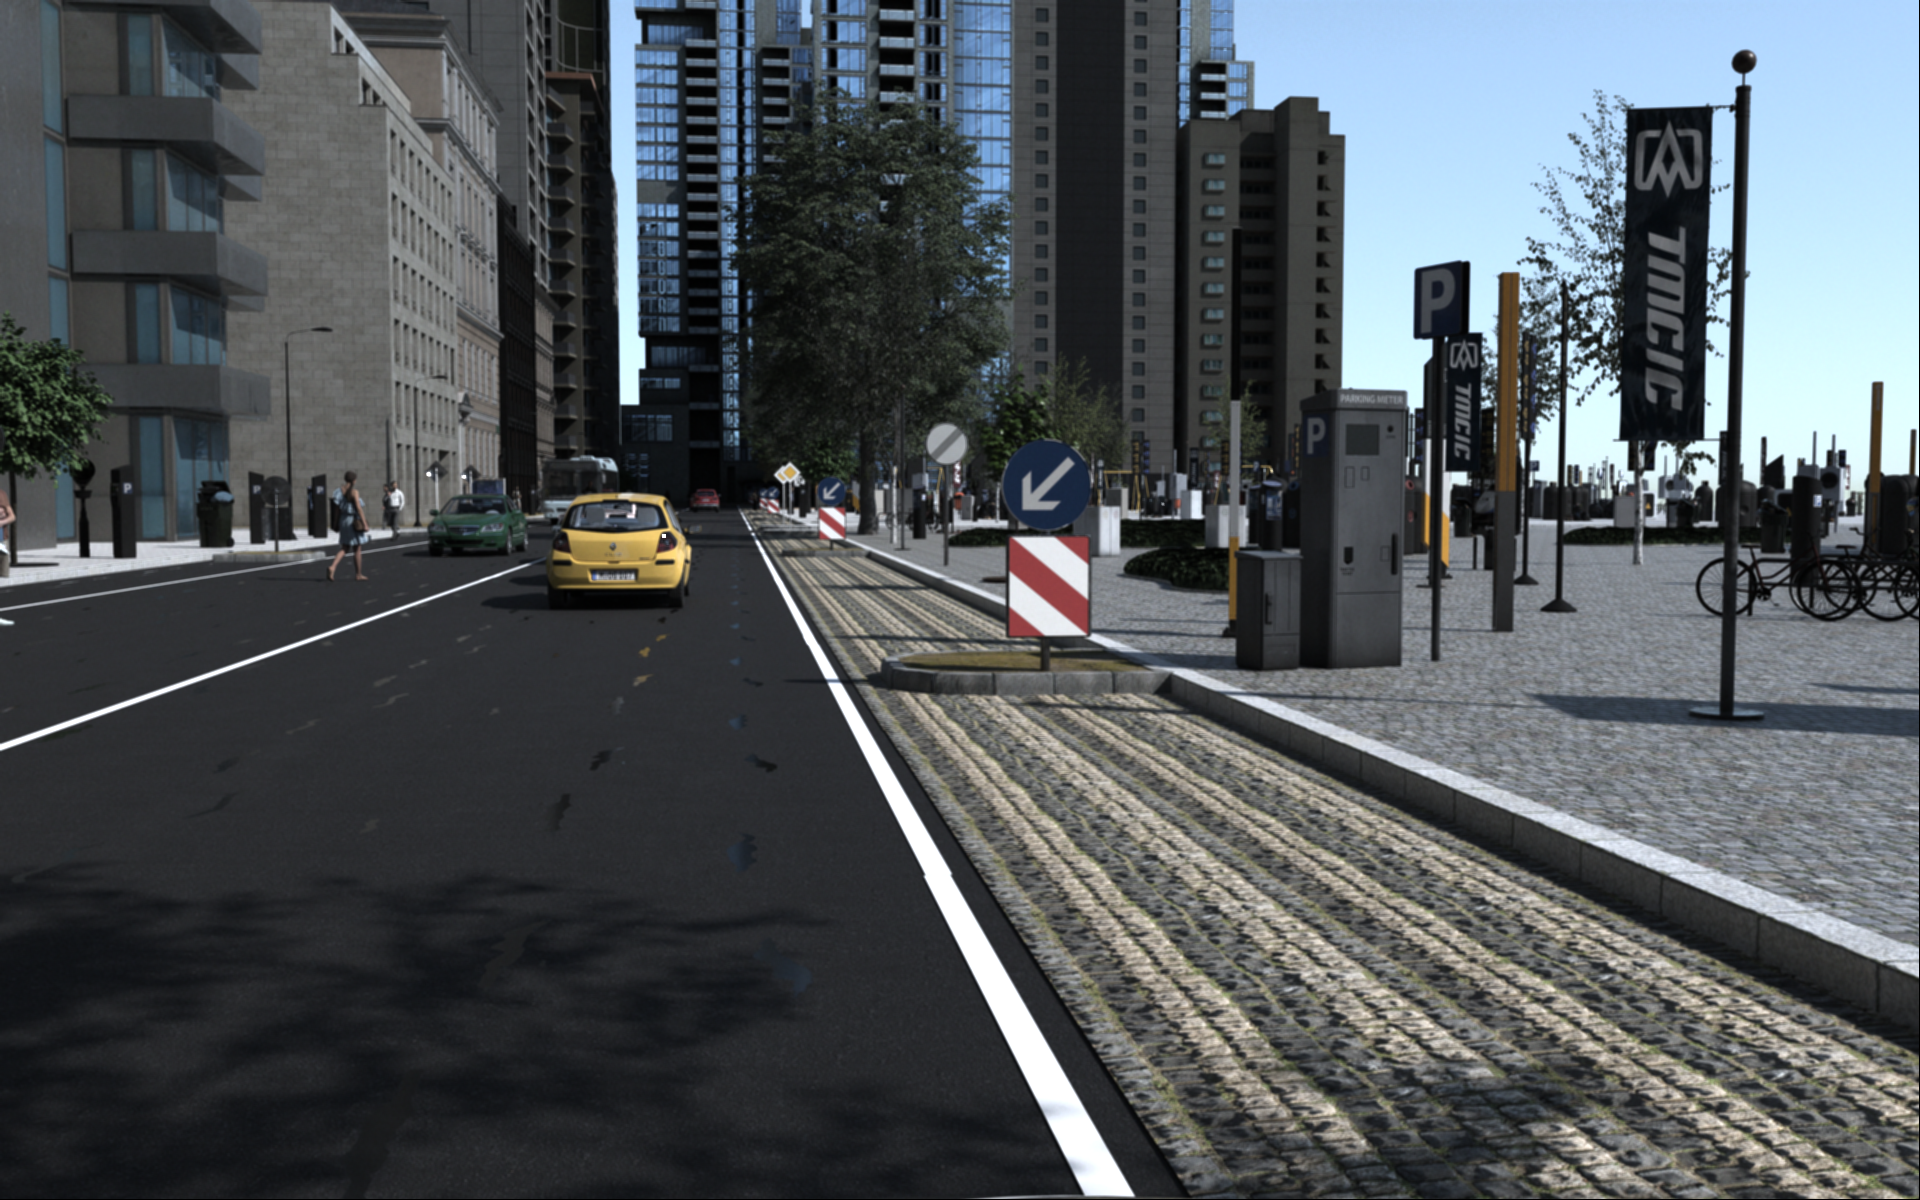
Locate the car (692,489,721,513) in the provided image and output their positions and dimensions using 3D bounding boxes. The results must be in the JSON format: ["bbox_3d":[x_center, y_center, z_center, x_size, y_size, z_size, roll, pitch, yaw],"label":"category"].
[{"bbox_3d":[-19.849,-7.752,135.415,2.281,1.827,5.304,0,4,-8],"label":"car"}]

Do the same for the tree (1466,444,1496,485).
[{"bbox_3d":[18.980,-4.086,61.408,1.663,3.219,1.824,0,3,0],"label":"tree"}]

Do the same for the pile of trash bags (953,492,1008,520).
[{"bbox_3d":[1.337,-4.960,90.848,3.447,1.369,1.912,-1,4,-10],"label":"pile of trash bags"}]

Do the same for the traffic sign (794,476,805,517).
[{"bbox_3d":[-9.020,-5.824,97.353,0.606,2.300,0.079,0,4,-6],"label":"traffic sign"}]

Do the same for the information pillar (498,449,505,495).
[{"bbox_3d":[-23.705,-6.013,89.663,0.504,3.616,0.183,3,5,41],"label":"information pillar"}]

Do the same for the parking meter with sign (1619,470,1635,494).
[{"bbox_3d":[48.868,-7.932,125.949,1.738,3.016,0.543,3,5,43],"label":"parking meter with sign"}]

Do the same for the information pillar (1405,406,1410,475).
[{"bbox_3d":[9.805,-2.903,38.811,0.504,3.616,0.183,3,5,43],"label":"information pillar"}]

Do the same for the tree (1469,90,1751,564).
[{"bbox_3d":[12.205,-4.945,31.220,4.360,8.622,3.978,0,3,0],"label":"tree"}]

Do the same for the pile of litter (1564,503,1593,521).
[{"bbox_3d":[29.270,-4.189,82.451,1.719,0.858,1.176,1,4,14],"label":"pile of litter"}]

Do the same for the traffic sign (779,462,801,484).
[{"bbox_3d":[-6.053,-3.654,61.927,0.795,2.593,0.064,0,4,-7],"label":"traffic sign"}]

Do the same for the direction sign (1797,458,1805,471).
[{"bbox_3d":[53.104,-7.181,109.405,0.876,3.537,0.379,-3,4,-37],"label":"direction sign"}]

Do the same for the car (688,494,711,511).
[{"bbox_3d":[-22.512,-8.638,150.270,2.155,1.783,4.494,0,4,-8],"label":"car"}]

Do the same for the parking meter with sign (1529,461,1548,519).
[{"bbox_3d":[30.597,-5.805,91.179,1.738,3.016,0.543,-3,5,-44],"label":"parking meter with sign"}]

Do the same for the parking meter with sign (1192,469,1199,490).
[{"bbox_3d":[16.210,-7.510,119.048,0.543,3.016,1.738,1,4,14],"label":"parking meter with sign"}]

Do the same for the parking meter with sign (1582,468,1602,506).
[{"bbox_3d":[42.870,-7.465,118.317,1.738,3.016,0.543,3,5,40],"label":"parking meter with sign"}]

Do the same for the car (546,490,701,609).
[{"bbox_3d":[-4.490,-0.790,23.142,2.015,1.641,3.980,0,4,-7],"label":"car"}]

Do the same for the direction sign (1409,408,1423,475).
[{"bbox_3d":[11.870,-3.279,45.607,0.876,3.537,0.379,-1,4,-11],"label":"direction sign"}]

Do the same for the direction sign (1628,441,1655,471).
[{"bbox_3d":[22.862,-4.046,58.154,0.876,3.537,0.379,3,5,40],"label":"direction sign"}]

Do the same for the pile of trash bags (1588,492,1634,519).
[{"bbox_3d":[34.356,-4.947,90.642,3.447,1.369,1.912,-3,4,-38],"label":"pile of trash bags"}]

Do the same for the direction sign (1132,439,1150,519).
[{"bbox_3d":[7.520,-4.897,72.061,0.876,3.537,0.379,-2,4,-31],"label":"direction sign"}]

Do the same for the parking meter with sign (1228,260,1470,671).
[{"bbox_3d":[2.900,-1.017,12.897,1.738,3.016,0.543,-2,4,-24],"label":"parking meter with sign"}]

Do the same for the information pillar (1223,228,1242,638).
[{"bbox_3d":[2.467,-1.480,15.546,0.183,3.616,0.504,1,4,8],"label":"information pillar"}]

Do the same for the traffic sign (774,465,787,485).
[{"bbox_3d":[-7.098,-4.138,69.844,0.795,2.593,0.064,0,4,-7],"label":"traffic sign"}]

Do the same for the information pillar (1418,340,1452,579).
[{"bbox_3d":[7.192,-2.125,26.094,0.504,3.616,0.183,-2,4,-25],"label":"information pillar"}]

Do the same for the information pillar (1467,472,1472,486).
[{"bbox_3d":[28.195,-6.392,95.869,0.183,3.616,0.504,3,4,37],"label":"information pillar"}]

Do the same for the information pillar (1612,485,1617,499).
[{"bbox_3d":[53.150,-8.323,140.580,0.304,2.012,0.304,-3,5,-42],"label":"information pillar"}]

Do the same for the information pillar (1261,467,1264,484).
[{"bbox_3d":[24.963,-9.272,142.957,0.183,3.616,0.504,-1,4,-21],"label":"information pillar"}]

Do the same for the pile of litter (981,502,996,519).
[{"bbox_3d":[1.828,-4.585,88.927,1.719,0.858,1.176,-1,4,-15],"label":"pile of litter"}]

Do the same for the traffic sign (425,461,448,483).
[{"bbox_3d":[-18.244,-3.557,60.344,0.795,2.593,0.064,0,4,-7],"label":"traffic sign"}]

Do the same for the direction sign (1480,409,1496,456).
[{"bbox_3d":[14.224,-3.297,45.895,0.876,3.537,0.379,2,4,28],"label":"direction sign"}]

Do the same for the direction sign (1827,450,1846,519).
[{"bbox_3d":[45.022,-5.937,89.066,0.876,3.537,0.379,2,4,24],"label":"direction sign"}]

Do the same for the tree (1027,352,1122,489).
[{"bbox_3d":[5.632,-8.571,90.505,4.737,8.622,4.395,0,3,0],"label":"tree"}]

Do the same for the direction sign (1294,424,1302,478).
[{"bbox_3d":[10.972,-3.918,56.057,0.379,3.537,0.876,2,4,30],"label":"direction sign"}]

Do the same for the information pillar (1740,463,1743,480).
[{"bbox_3d":[58.643,-8.497,130.272,0.504,3.616,0.183,-1,4,-9],"label":"information pillar"}]

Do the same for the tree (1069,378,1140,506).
[{"bbox_3d":[9.238,-9.813,110.807,4.360,8.622,3.978,0,3,0],"label":"tree"}]

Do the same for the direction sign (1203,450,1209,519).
[{"bbox_3d":[12.743,-5.962,89.482,0.379,3.537,0.876,1,4,21],"label":"direction sign"}]

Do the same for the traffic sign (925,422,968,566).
[{"bbox_3d":[-0.245,-1.886,30.947,0.768,2.556,0.104,0,4,-6],"label":"traffic sign"}]

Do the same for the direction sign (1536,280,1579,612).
[{"bbox_3d":[6.552,-1.642,18.848,0.379,3.537,0.876,1,4,21],"label":"direction sign"}]

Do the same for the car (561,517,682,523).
[{"bbox_3d":[-5.654,-1.034,28.901,2.014,1.417,4.499,-1,4,-9],"label":"car"}]

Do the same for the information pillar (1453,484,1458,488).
[{"bbox_3d":[35.851,-7.394,125.378,0.304,2.012,0.304,-3,5,-42],"label":"information pillar"}]

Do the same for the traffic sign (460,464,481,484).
[{"bbox_3d":[-19.290,-4.041,68.261,0.795,2.593,0.064,0,4,-7],"label":"traffic sign"}]

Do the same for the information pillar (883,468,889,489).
[{"bbox_3d":[-6.156,-9.316,143.664,0.504,3.616,0.183,-1,4,-10],"label":"information pillar"}]

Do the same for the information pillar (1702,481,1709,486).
[{"bbox_3d":[41.132,-5.576,95.654,0.304,2.012,0.304,1,4,10],"label":"information pillar"}]

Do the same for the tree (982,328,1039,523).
[{"bbox_3d":[1.637,-7.777,77.519,4.360,8.622,3.978,0,3,0],"label":"tree"}]

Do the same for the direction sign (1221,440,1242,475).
[{"bbox_3d":[11.395,-4.940,72.766,0.876,3.537,0.379,0,4,3],"label":"direction sign"}]

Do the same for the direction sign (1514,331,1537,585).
[{"bbox_3d":[8.031,-1.989,24.522,0.379,3.537,0.876,2,4,29],"label":"direction sign"}]

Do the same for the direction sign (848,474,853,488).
[{"bbox_3d":[-7.978,-8.205,126.146,0.379,3.537,0.876,2,4,26],"label":"direction sign"}]

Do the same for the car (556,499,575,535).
[{"bbox_3d":[-7.601,-1.517,37.161,2.083,1.381,4.827,0,4,-8],"label":"car"}]

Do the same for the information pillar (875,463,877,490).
[{"bbox_3d":[-6.349,-8.543,131.035,0.183,3.616,0.504,-1,4,-9],"label":"information pillar"}]

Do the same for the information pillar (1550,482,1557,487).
[{"bbox_3d":[35.632,-6.091,104.083,0.304,2.012,0.304,-2,4,-32],"label":"information pillar"}]

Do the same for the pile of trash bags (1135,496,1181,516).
[{"bbox_3d":[12.106,-5.648,102.105,1.912,1.369,3.447,-1,4,-22],"label":"pile of trash bags"}]

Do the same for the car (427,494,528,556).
[{"bbox_3d":[-11.544,-1.826,41.661,2.131,1.459,4.920,0,4,-6],"label":"car"}]

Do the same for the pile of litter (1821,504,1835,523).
[{"bbox_3d":[39.300,-3.964,78.771,1.176,0.858,1.719,2,4,25],"label":"pile of litter"}]

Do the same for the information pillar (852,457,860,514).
[{"bbox_3d":[-6.536,-7.212,109.277,0.504,3.616,0.183,1,4,21],"label":"information pillar"}]

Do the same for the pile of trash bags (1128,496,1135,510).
[{"bbox_3d":[12.874,-7.901,138.926,1.912,1.369,3.447,-1,4,-21],"label":"pile of trash bags"}]

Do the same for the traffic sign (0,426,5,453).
[{"bbox_3d":[-15.661,-1.687,27.683,0.768,2.556,0.104,0,4,-6],"label":"traffic sign"}]
